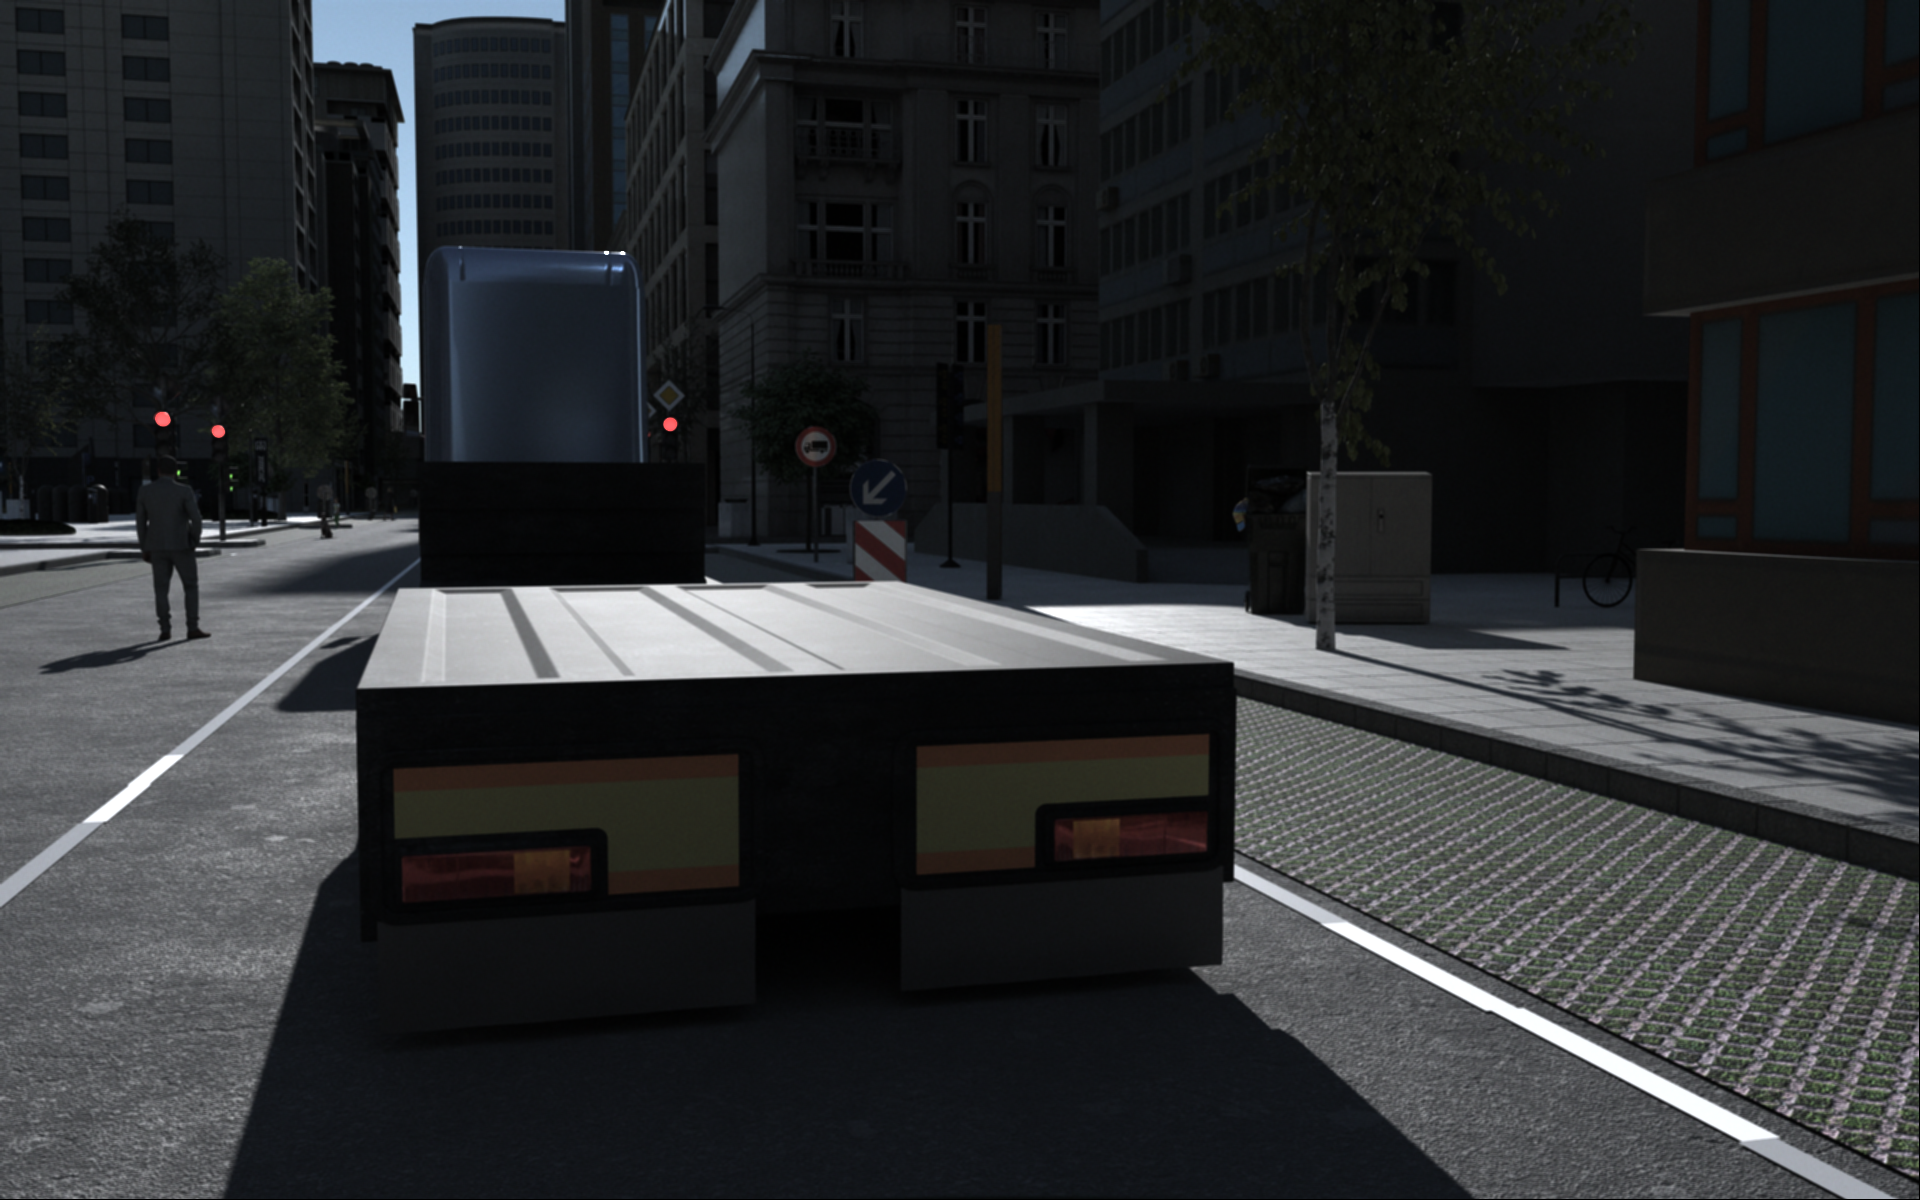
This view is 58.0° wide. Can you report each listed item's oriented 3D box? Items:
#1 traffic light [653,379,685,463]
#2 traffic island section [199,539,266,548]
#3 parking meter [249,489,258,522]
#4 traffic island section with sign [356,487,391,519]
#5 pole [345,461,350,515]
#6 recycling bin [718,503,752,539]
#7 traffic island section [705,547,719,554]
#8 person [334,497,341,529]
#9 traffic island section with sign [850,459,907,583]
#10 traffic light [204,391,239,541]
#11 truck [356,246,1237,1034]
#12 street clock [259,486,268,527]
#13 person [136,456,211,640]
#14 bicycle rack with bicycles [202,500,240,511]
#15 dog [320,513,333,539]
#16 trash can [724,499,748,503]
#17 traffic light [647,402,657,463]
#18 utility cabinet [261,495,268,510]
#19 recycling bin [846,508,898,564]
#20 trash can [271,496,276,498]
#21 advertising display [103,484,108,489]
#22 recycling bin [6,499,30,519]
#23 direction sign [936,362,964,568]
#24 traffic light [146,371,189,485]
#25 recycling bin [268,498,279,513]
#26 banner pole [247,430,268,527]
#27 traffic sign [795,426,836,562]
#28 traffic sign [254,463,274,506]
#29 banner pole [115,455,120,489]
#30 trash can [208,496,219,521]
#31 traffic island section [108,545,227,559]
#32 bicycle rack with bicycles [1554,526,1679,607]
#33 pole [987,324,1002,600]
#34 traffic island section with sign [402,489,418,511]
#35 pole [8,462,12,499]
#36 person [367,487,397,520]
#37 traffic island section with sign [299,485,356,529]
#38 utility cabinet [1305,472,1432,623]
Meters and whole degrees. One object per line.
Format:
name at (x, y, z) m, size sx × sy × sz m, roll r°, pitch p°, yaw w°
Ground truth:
traffic light at (-7.146, -3.278, 42.515) m, size 0.839 × 4.253 × 0.868 m, roll -1°, pitch 4°, yaw -15°
traffic island section at (-20.213, -1.539, 47.443) m, size 2.009 × 0.180 × 2.903 m, roll -1°, pitch 4°, yaw -15°
parking meter at (-32.649, -4.381, 80.038) m, size 0.372 × 1.533 × 0.369 m, roll 0°, pitch 3°, yaw 0°
traffic island section with sign at (-33.419, -5.496, 98.492) m, size 1.989 × 1.847 × 2.006 m, roll -1°, pitch 4°, yaw -15°
pole at (-37.275, -6.821, 105.366) m, size 0.158 × 3.312 × 0.155 m, roll 0°, pitch 3°, yaw 0°
recycling bin at (-6.542, -2.313, 50.366) m, size 0.722 × 1.027 × 0.722 m, roll -3°, pitch 5°, yaw -40°
traffic island section at (-7.105, -1.245, 42.640) m, size 2.009 × 0.180 × 2.903 m, roll -1°, pitch 4°, yaw -15°
person at (-25.335, -3.530, 70.456) m, size 0.306 × 1.304 × 0.590 m, roll 0°, pitch 4°, yaw 7°
traffic island section with sign at (-1.219, -0.720, 20.397) m, size 1.989 × 1.847 × 2.006 m, roll -1°, pitch 4°, yaw -15°
traffic light at (-20.171, -3.572, 47.319) m, size 0.839 × 4.253 × 0.868 m, roll -1°, pitch 4°, yaw -15°
truck at (-3.009, -1.457, 13.574) m, size 2.967 × 4.110 × 18.799 m, roll -1°, pitch 4°, yaw -16°
street clock at (-27.513, -3.907, 68.445) m, size 0.358 × 2.002 × 0.471 m, roll -1°, pitch 4°, yaw -11°
person at (-7.781, -0.520, 17.095) m, size 0.635 × 1.810 × 0.391 m, roll -1°, pitch 4°, yaw -16°
bicycle rack with bicycles at (-44.253, -5.461, 102.667) m, size 2.852 × 0.926 × 2.925 m, roll 3°, pitch 4°, yaw 38°
dog at (-20.392, -2.397, 56.026) m, size 0.513 × 0.831 × 0.800 m, roll 3°, pitch 5°, yaw 42°
trash can at (-6.676, -2.448, 51.686) m, size 0.748 × 1.137 × 0.748 m, roll 0°, pitch 3°, yaw 0°
traffic light at (-9.192, -3.750, 50.235) m, size 0.839 × 4.253 × 0.868 m, roll -1°, pitch 4°, yaw -15°
utility cabinet at (-41.512, -5.637, 103.322) m, size 0.306 × 1.237 × 1.020 m, roll -1°, pitch 4°, yaw -16°
recycling bin at (-1.615, -1.175, 31.772) m, size 0.722 × 1.027 × 0.722 m, roll -2°, pitch 4°, yaw -33°
trash can at (-44.724, -6.229, 113.491) m, size 0.748 × 1.137 × 0.748 m, roll 0°, pitch 3°, yaw 0°
advertising display at (-56.941, -6.741, 115.436) m, size 0.123 × 1.923 × 0.974 m, roll -2°, pitch 4°, yaw -35°
recycling bin at (-44.214, -4.205, 81.310) m, size 0.722 × 1.027 × 0.722 m, roll 1°, pitch 4°, yaw 9°
direction sign at (-0.171, -2.338, 30.228) m, size 0.379 × 3.537 × 0.876 m, roll 2°, pitch 4°, yaw 31°
traffic light at (-18.125, -3.100, 39.600) m, size 0.839 × 4.253 × 0.868 m, roll -1°, pitch 4°, yaw -15°
recycling bin at (-42.030, -5.736, 106.340) m, size 0.722 × 1.027 × 0.722 m, roll -3°, pitch 5°, yaw -41°
banner pole at (-27.440, -4.747, 67.629) m, size 0.863 × 3.779 × 0.401 m, roll -2°, pitch 4°, yaw -26°
traffic sign at (-2.698, -1.978, 32.445) m, size 0.768 × 2.556 × 0.104 m, roll -1°, pitch 4°, yaw -10°
traffic sign at (-27.636, -4.200, 68.780) m, size 0.768 × 2.556 × 0.104 m, roll 0°, pitch 4°, yaw -7°
banner pole at (-54.183, -7.427, 111.448) m, size 0.401 × 3.779 × 0.863 m, roll 0°, pitch 4°, yaw -3°
trash can at (-34.937, -4.269, 81.456) m, size 0.748 × 1.137 × 0.748 m, roll 0°, pitch 3°, yaw 0°
traffic island section at (-18.167, -1.067, 39.724) m, size 2.009 × 0.180 × 2.903 m, roll -1°, pitch 4°, yaw -15°
bicycle rack with bicycles at (8.096, -0.346, 19.041) m, size 2.925 × 0.926 × 2.852 m, roll -1°, pitch 4°, yaw -18°
pole at (0.419, -1.659, 20.968) m, size 0.158 × 3.312 × 0.155 m, roll 0°, pitch 3°, yaw 0°
traffic island section with sign at (-46.036, -8.409, 146.121) m, size 1.989 × 1.847 × 2.006 m, roll -1°, pitch 4°, yaw -15°
pole at (-60.706, -7.150, 110.746) m, size 0.158 × 3.312 × 0.155 m, roll 0°, pitch 3°, yaw 0°
person at (-31.446, -5.237, 94.342) m, size 1.509 × 1.804 × 0.699 m, roll 0°, pitch 4°, yaw 0°
traffic island section with sign at (-26.510, -3.902, 72.433) m, size 1.989 × 1.847 × 2.006 m, roll -1°, pitch 4°, yaw -15°
utility cabinet at (4.030, -0.515, 17.106) m, size 1.173 × 1.500 × 0.318 m, roll 0°, pitch 4°, yaw 3°
